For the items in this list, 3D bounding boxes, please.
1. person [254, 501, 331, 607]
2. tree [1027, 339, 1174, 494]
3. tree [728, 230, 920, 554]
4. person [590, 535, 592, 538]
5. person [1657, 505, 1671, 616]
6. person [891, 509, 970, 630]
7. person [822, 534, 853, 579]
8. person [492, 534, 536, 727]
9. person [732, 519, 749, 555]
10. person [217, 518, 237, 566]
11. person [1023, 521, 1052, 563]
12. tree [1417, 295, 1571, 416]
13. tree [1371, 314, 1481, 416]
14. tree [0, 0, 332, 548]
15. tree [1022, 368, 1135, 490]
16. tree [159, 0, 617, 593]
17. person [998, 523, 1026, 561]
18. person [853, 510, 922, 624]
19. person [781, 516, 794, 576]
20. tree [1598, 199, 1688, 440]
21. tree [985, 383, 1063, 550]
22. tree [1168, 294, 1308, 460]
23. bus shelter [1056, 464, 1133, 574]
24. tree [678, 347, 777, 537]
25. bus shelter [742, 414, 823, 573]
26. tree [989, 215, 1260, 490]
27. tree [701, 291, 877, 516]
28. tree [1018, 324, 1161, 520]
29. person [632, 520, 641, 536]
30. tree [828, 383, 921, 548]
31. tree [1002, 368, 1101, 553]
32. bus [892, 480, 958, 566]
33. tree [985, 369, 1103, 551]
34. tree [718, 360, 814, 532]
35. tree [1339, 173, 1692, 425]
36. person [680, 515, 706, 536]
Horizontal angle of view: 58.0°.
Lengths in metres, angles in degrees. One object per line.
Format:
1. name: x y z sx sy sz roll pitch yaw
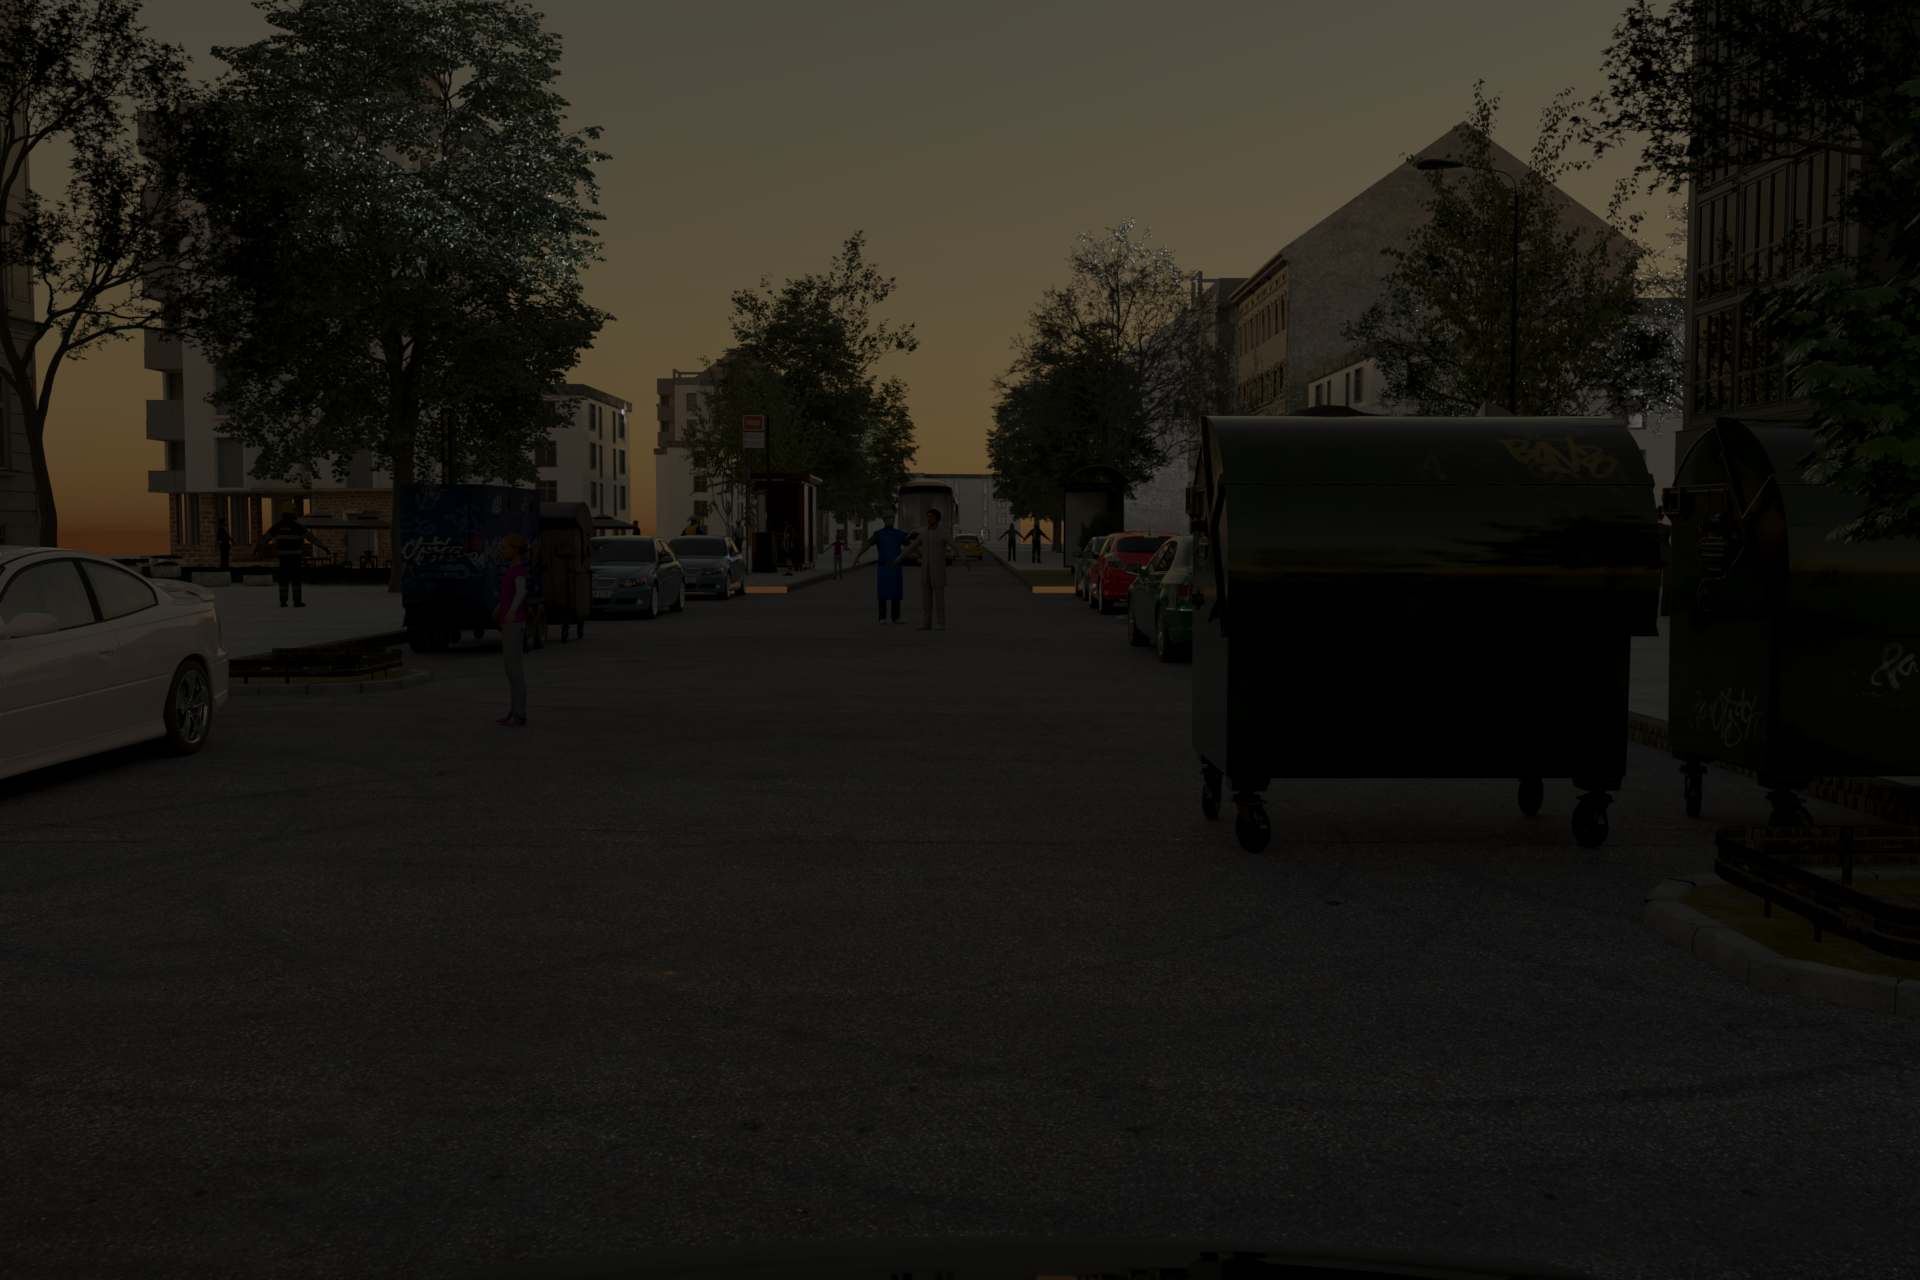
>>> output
1. person: -11.781 -1.511 30.476 1.351 1.858 0.704 0 3 0
2. tree: 6.713 -9.106 83.296 7.601 10.594 8.767 -1 4 -21
3. tree: -8.543 -15.491 109.162 12.611 20.169 13.585 0 3 0
4. person: -17.870 -4.613 81.563 1.346 1.812 0.704 -2 4 -29
5. person: 11.086 -1.239 27.105 0.742 1.727 0.445 0 4 6
6. person: -0.411 -1.056 25.902 1.347 1.806 0.705 2 4 29
7. person: -3.876 -2.635 54.804 0.991 1.433 0.599 -1 4 -15
8. person: -3.396 -0.075 12.942 0.599 1.433 0.991 -1 4 -20
9. person: -8.400 -3.669 65.849 0.705 1.847 1.347 -2 4 -32
10. person: -20.991 -2.623 49.604 0.721 1.740 1.216 0 4 -3
11. person: 3.392 -4.339 76.723 1.354 1.856 0.705 2 4 24
12. tree: 15.439 -6.152 50.955 4.737 8.622 4.395 0 3 0
13. tree: 16.038 -6.560 57.610 4.360 8.622 3.978 0 3 0
14. tree: -12.192 -5.404 22.768 7.601 10.594 8.767 2 4 31
15. tree: 7.266 -10.844 103.058 9.928 11.665 9.643 0 3 0
16. tree: -12.180 -8.025 37.870 9.857 13.997 8.962 0 3 0
17. person: 2.438 -4.598 81.313 1.348 1.813 0.705 0 4 2
18. person: -1.107 -1.162 27.575 1.347 1.817 0.704 -2 4 -26
19. person: -5.300 -2.885 53.310 0.704 1.843 1.345 0 4 3
20. tree: 24.998 -8.900 55.890 12.009 13.543 11.850 0 3 0
21. tree: 6.439 -14.449 142.901 9.857 13.997 8.962 0 3 0
22. tree: 8.010 -6.308 53.503 4.360 8.622 3.978 0 3 0
23. bus shelter: 4.055 -3.610 52.941 2.014 3.302 5.546 0 4 1
24. tree: -9.284 -7.248 68.864 4.737 8.622 4.395 0 3 0
25. bus shelter: -6.215 -5.081 60.714 2.179 5.291 8.768 0 4 0
26. tree: 6.165 -9.623 67.708 12.009 13.543 11.850 0 3 0
27. tree: -8.938 -11.372 92.592 9.857 13.997 8.962 0 3 0
28. tree: 6.901 -10.667 92.526 7.486 12.596 7.792 0 3 0
29. person: -12.270 -3.622 65.451 0.704 1.802 1.346 0 4 5
30. tree: -8.171 -14.701 147.011 9.857 13.997 8.962 0 3 0
31. tree: 6.679 -12.154 116.850 7.486 12.596 7.792 0 3 0
32. bus: -1.547 -5.537 82.082 2.896 3.916 12.252 0 4 0
33. tree: 6.974 -13.507 127.500 9.857 13.997 8.962 0 3 0
34. tree: -8.635 -7.593 74.509 4.737 8.622 4.395 0 3 0
35. tree: 14.018 -6.696 43.900 8.767 10.594 7.601 0 4 8
36. person: -7.532 -2.641 49.152 1.349 1.833 0.705 2 4 31
